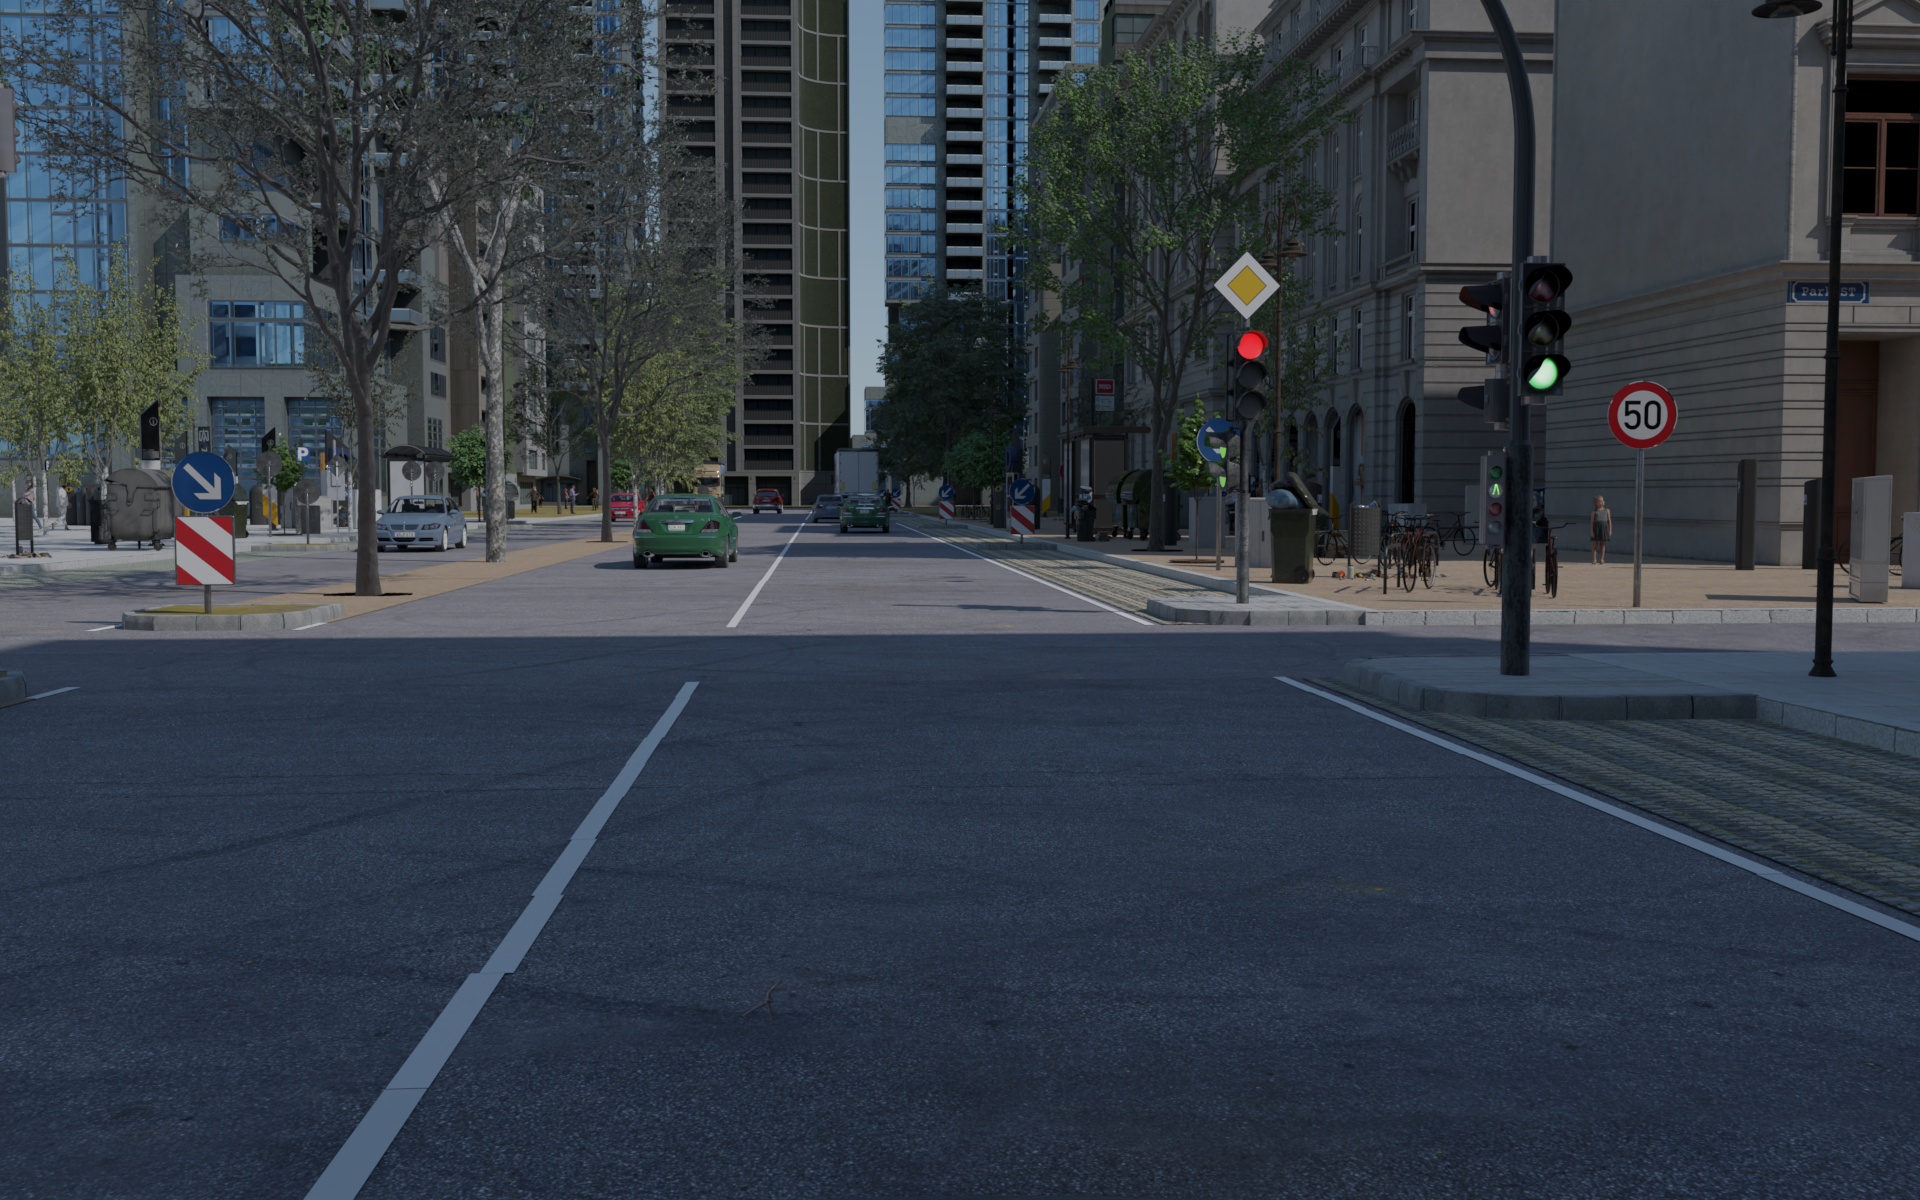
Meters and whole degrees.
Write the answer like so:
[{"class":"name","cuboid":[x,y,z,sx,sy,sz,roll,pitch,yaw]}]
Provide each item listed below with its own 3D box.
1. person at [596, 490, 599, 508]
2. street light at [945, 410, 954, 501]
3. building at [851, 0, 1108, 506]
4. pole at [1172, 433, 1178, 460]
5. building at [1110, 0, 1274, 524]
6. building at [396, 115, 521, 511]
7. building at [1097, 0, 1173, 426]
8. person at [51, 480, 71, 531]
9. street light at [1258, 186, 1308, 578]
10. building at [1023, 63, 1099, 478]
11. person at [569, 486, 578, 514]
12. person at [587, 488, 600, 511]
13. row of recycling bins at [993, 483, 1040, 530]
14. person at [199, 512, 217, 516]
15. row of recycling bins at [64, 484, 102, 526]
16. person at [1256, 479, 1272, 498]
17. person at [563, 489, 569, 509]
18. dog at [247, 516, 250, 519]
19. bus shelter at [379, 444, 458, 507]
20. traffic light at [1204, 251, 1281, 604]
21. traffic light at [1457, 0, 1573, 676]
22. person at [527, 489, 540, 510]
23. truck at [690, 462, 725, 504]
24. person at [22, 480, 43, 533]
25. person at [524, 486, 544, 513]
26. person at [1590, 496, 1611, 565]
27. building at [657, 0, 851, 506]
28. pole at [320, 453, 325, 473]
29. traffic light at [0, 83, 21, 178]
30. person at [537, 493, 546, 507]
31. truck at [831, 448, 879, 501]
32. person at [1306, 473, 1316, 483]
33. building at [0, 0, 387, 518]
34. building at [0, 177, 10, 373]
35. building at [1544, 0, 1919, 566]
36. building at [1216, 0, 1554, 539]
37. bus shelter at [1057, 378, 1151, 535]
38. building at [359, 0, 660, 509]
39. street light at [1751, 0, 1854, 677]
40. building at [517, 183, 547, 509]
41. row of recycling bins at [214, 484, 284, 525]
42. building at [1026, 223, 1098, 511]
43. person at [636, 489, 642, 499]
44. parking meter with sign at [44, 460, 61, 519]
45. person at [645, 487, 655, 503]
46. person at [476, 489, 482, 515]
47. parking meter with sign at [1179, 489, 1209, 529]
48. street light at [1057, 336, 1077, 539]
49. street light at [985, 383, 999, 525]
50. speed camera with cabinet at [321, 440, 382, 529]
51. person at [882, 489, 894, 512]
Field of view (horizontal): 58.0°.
[{"class":"person","cuboid":[-32.575,-9.085,155.388,0.445,1.727,0.742,-1,4,-11]},{"class":"street light","cuboid":[-0.565,-7.469,94.911,0.468,5.910,1.993,0,4,-4]},{"class":"building","cuboid":[2.955,-54.125,197.614,31.000,86.520,22.319,0,4,-4]},{"class":"pole","cuboid":[7.176,-3.922,57.970,0.158,3.312,0.155,0,3,0]},{"class":"building","cuboid":[16.006,-18.185,84.722,14.401,28.519,23.554,0,4,-4]},{"class":"building","cuboid":[-42.144,-21.991,131.257,14.160,30.474,14.107,0,4,-4]},{"class":"building","cuboid":[15.007,-20.290,103.447,14.160,30.474,14.107,0,4,-4]},{"class":"person","cuboid":[-31.488,-3.344,60.590,0.514,1.842,0.818,2,4,32]},{"class":"street light","cuboid":[4.853,-3.280,26.416,0.468,5.910,1.993,0,4,-4]},{"class":"building","cuboid":[19.899,-28.115,151.560,32.217,40.220,23.993,0,4,-4]},{"class":"person","cuboid":[-24.996,-6.505,112.268,0.599,1.838,0.709,-2,4,-35]},{"class":"person","cuboid":[-28.209,-7.749,133.255,0.721,1.766,1.217,3,5,39]},{"class":"row of recycling bins","cuboid":[2.122,-3.487,64.122,1.069,1.692,3.534,-1,4,-16]},{"class":"person","cuboid":[-18.912,-1.982,43.954,0.738,1.151,1.012,1,4,23]},{"class":"row of recycling bins","cuboid":[-35.351,-3.877,70.498,3.534,1.692,1.069,3,4,38]},{"class":"person","cuboid":[10.497,-3.269,59.471,0.580,1.828,0.573,-2,4,-35]},{"class":"person","cuboid":[-33.367,-8.580,147.043,0.721,1.743,1.217,-2,4,-27]},{"class":"dog","cuboid":[-36.172,-4.297,87.996,0.748,0.427,0.550,1,4,9]},{"class":"bus shelter","cuboid":[-22.873,-4.861,73.396,2.014,3.302,5.546,0,4,-5]},{"class":"traffic light","cuboid":[3.294,-1.912,20.188,0.839,4.253,0.868,0,4,-4]},{"class":"traffic light","cuboid":[1.840,-2.279,11.924,4.771,5.953,1.251,0,4,-4]},{"class":"person","cuboid":[-33.217,-7.848,135.086,1.217,1.736,0.721,2,4,24]},{"class":"truck","cuboid":[-22.341,-10.100,154.049,2.839,4.237,11.283,0,4,-6]},{"class":"person","cuboid":[-30.418,-3.068,56.792,0.643,1.750,0.593,-2,4,-23]},{"class":"person","cuboid":[-29.326,-6.912,119.192,1.348,1.807,0.705,-2,4,-25]},{"class":"person","cuboid":[11.664,-1.273,31.521,0.362,1.253,0.373,1,4,10]},{"class":"building","cuboid":[-22.669,-46.270,194.763,20.611,71.187,20.563,0,4,-4]},{"class":"pole","cuboid":[-31.456,-5.608,85.527,0.158,3.312,0.155,0,3,0]},{"class":"traffic light","cuboid":[-12.832,-2.708,18.947,4.771,5.953,1.251,0,4,-4]},{"class":"person","cuboid":[-40.569,-9.675,167.494,1.065,1.426,0.557,1,4,16]},{"class":"truck","cuboid":[-6.750,-7.478,111.183,2.839,4.237,11.283,0,4,-6]},{"class":"person","cuboid":[8.121,-2.085,40.481,0.721,1.781,0.623,0,4,-2]},{"class":"building","cuboid":[-44.628,-48.492,105.523,22.319,86.520,31.000,0,4,-4]},{"class":"building","cuboid":[-79.656,-23.089,149.207,14.107,30.474,14.160,0,4,-4]},{"class":"building","cuboid":[23.889,-12.209,35.774,21.152,22.565,11.583,0,4,-4]},{"class":"building","cuboid":[18.174,-13.405,60.969,13.314,21.916,24.055,0,4,-4]},{"class":"bus shelter","cuboid":[4.520,-4.896,57.675,2.179,5.291,8.768,0,4,-5]},{"class":"building","cuboid":[-48.570,-53.935,194.512,31.000,86.520,22.319,0,4,-4]},{"class":"street light","cuboid":[6.081,-2.400,12.032,0.468,5.910,1.993,0,4,-4]},{"class":"building","cuboid":[-44.042,-23.264,152.067,14.107,30.474,14.160,0,4,-4]},{"class":"row of recycling bins","cuboid":[-29.469,-3.955,71.784,3.534,1.692,1.069,-1,4,-18]},{"class":"building","cuboid":[20.213,-17.164,125.678,27.650,21.520,28.899,0,4,-4]},{"class":"person","cuboid":[-20.725,-6.276,111.667,0.434,1.755,0.990,2,4,25]},{"class":"parking meter with sign","cuboid":[-46.483,-5.731,89.955,1.738,3.016,0.543,-1,4,-14]},{"class":"person","cuboid":[-17.991,-5.662,101.040,0.705,1.831,1.348,-2,4,-33]},{"class":"person","cuboid":[-29.694,-6.093,107.136,0.593,1.643,0.415,3,4,38]},{"class":"parking meter with sign","cuboid":[8.282,-4.112,63.491,1.738,3.016,0.543,0,4,2]},{"class":"street light","cuboid":[3.086,-4.687,49.424,0.468,5.910,1.993,0,4,-4]},{"class":"street light","cuboid":[1.336,-6.079,72.174,0.468,5.910,1.993,0,4,-4]},{"class":"speed camera with cabinet","cuboid":[-22.375,-4.240,63.663,2.038,3.252,0.660,-3,5,-42]},{"class":"person","cuboid":[-5.142,-7.035,123.543,1.348,1.821,0.705,1,4,11]}]
